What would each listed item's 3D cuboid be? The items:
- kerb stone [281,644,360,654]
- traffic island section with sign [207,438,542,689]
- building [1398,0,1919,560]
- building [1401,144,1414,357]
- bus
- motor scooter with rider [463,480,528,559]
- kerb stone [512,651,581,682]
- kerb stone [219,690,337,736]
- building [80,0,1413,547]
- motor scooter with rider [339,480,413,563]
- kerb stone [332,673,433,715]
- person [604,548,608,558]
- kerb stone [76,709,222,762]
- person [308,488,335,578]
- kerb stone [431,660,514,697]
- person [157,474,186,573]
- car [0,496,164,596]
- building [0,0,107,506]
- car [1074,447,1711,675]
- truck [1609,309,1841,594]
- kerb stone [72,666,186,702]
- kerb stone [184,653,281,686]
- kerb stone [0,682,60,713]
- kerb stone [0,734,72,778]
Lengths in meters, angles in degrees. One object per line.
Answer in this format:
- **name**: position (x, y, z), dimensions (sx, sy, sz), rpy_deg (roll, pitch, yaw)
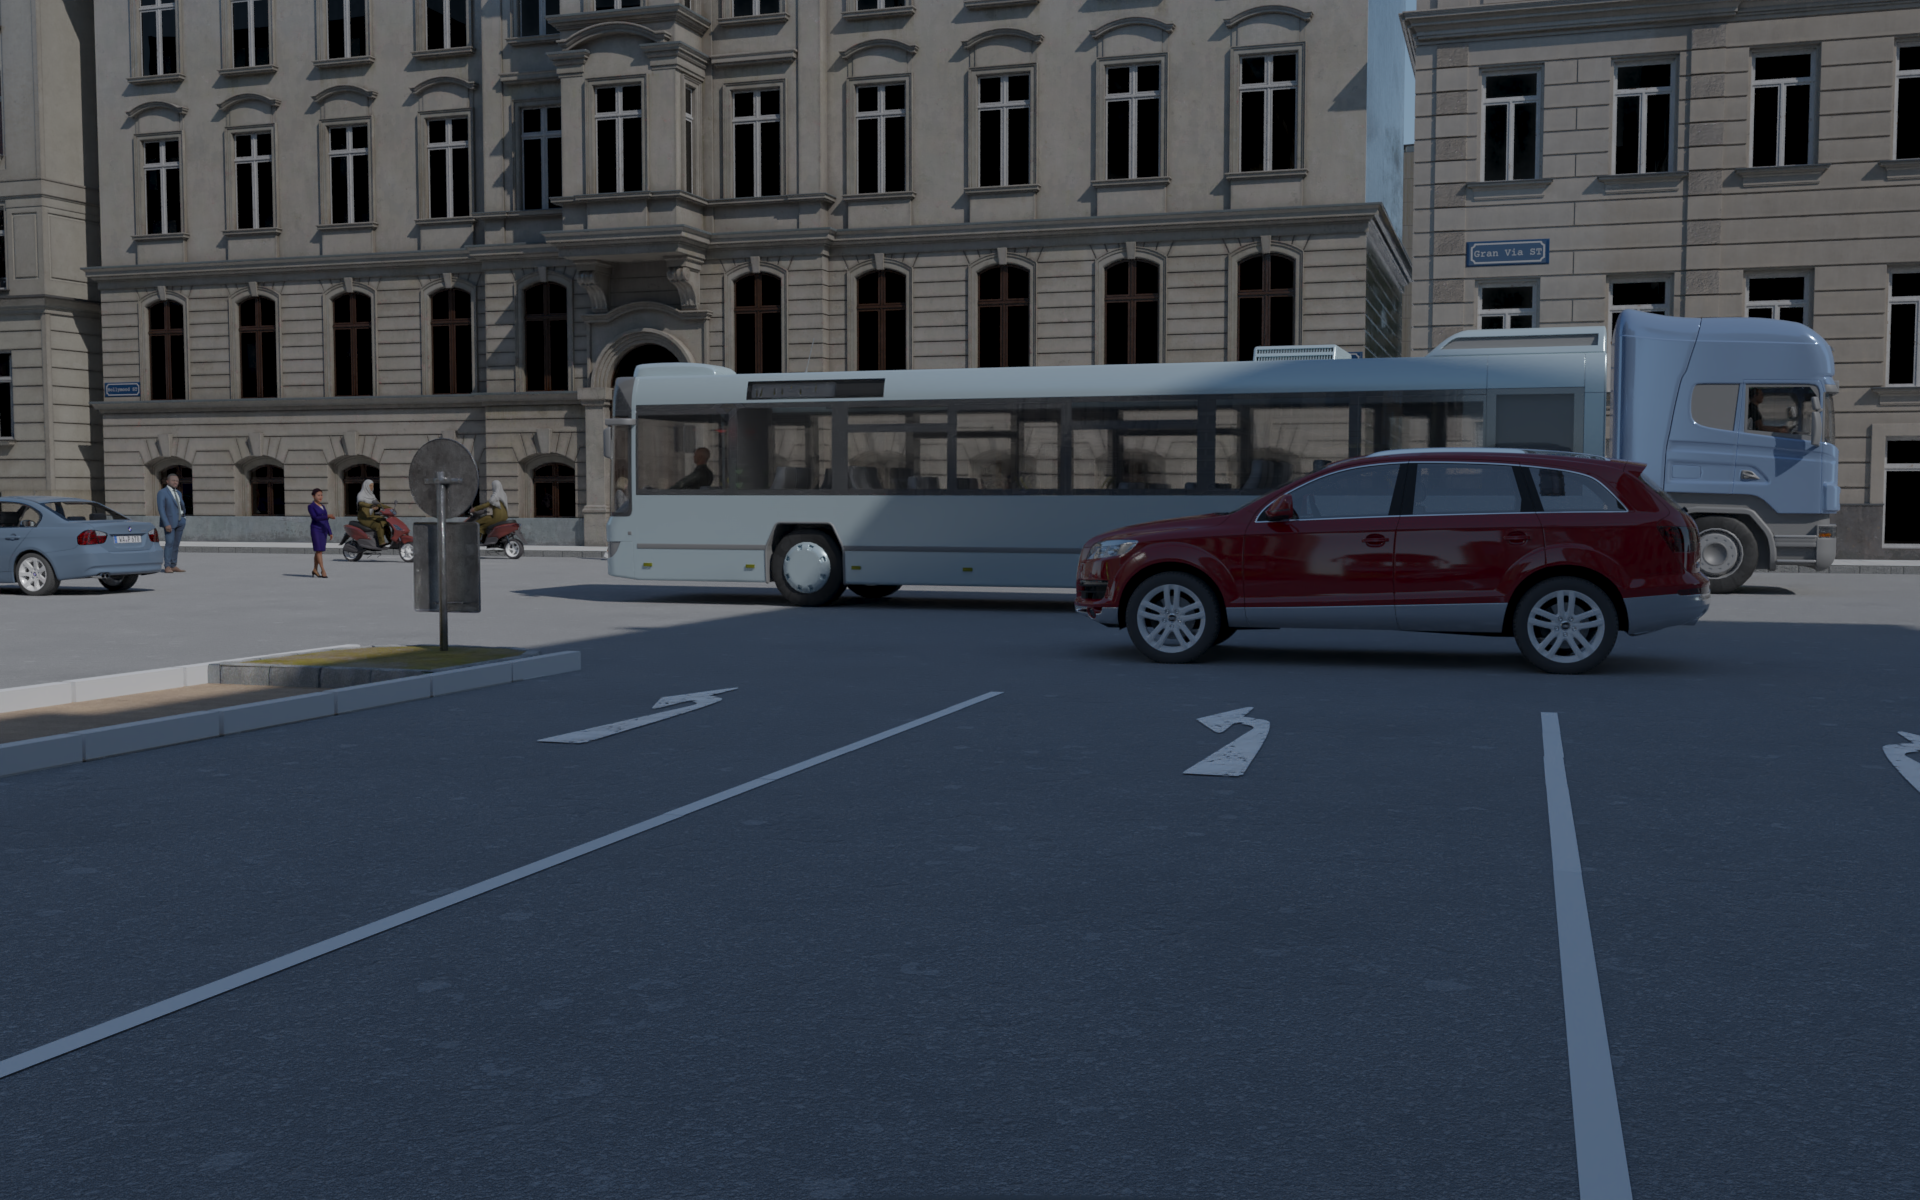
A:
- **kerb stone**: position (-5.317, 0.484, 14.290), dimensions (0.120, 0.150, 1.000), rpy_deg (1, 4, 18)
- **traffic island section with sign**: position (-4.410, -0.335, 13.607), dimensions (2.006, 1.907, 1.989), rpy_deg (1, 4, 18)
- **building**: position (22.625, -14.678, 37.243), dimensions (25.104, 27.353, 12.463), rpy_deg (1, 4, 18)
- **building**: position (54.573, -31.267, 194.803), dimensions (14.086, 41.232, 14.154), rpy_deg (1, 4, 18)
- **bus**: position (1.116, -1.661, 22.010), dimensions (13.247, 3.499, 2.948), rpy_deg (1, 4, 19)
- **motor scooter with rider**: position (-10.411, -1.791, 38.253), dimensions (1.986, 1.779, 0.876), rpy_deg (1, 4, 18)
- **kerb stone**: position (-3.308, 0.521, 13.683), dimensions (0.120, 0.150, 1.000), rpy_deg (1, 4, 18)
- **kerb stone**: position (-4.260, 0.703, 10.748), dimensions (0.120, 0.150, 1.000), rpy_deg (1, 4, 18)
- **building**: position (-5.828, -13.912, 46.539), dimensions (34.723, 24.649, 14.460), rpy_deg (1, 4, 18)
- **motor scooter with rider**: position (-12.240, -1.677, 36.389), dimensions (1.986, 1.779, 0.876), rpy_deg (1, 4, 19)
- **kerb stone**: position (-3.939, 0.640, 11.730), dimensions (0.120, 0.150, 1.000), rpy_deg (1, 4, 18)
- **person**: position (-7.347, -1.760, 37.462), dimensions (0.728, 1.800, 0.709), rpy_deg (-1, 4, -10)
- **kerb stone**: position (-4.584, 0.761, 9.764), dimensions (0.120, 0.150, 1.000), rpy_deg (1, 4, 18)
- **person**: position (-10.836, -1.143, 29.559), dimensions (0.546, 1.535, 0.453), rpy_deg (0, 4, 2)
- **kerb stone**: position (-3.620, 0.580, 12.707), dimensions (0.120, 0.150, 1.000), rpy_deg (1, 4, 18)
- **person**: position (-14.413, -1.405, 31.658), dimensions (0.419, 1.800, 0.721), rpy_deg (0, 4, 8)
- **car**: position (-13.975, -0.822, 25.443), dimensions (4.499, 1.417, 2.014), rpy_deg (1, 4, 16)
- **building**: position (-36.165, -13.746, 58.026), dimensions (30.059, 22.955, 16.112), rpy_deg (1, 4, 18)
- **car**: position (3.632, -0.389, 15.040), dimensions (5.304, 1.827, 2.281), rpy_deg (1, 4, 16)
- **truck**: position (4.484, -2.342, 28.044), dimensions (18.799, 4.110, 2.967), rpy_deg (1, 4, 19)
- **kerb stone**: position (-5.944, 0.603, 12.329), dimensions (0.120, 0.150, 1.000), rpy_deg (1, 4, 18)
- **kerb stone**: position (-5.628, 0.543, 13.311), dimensions (0.120, 0.150, 1.000), rpy_deg (1, 4, 18)
- **kerb stone**: position (-6.267, 0.665, 11.346), dimensions (0.120, 0.150, 1.000), rpy_deg (1, 4, 18)
- **kerb stone**: position (-4.893, 0.820, 8.781), dimensions (0.120, 0.150, 1.000), rpy_deg (1, 4, 18)
